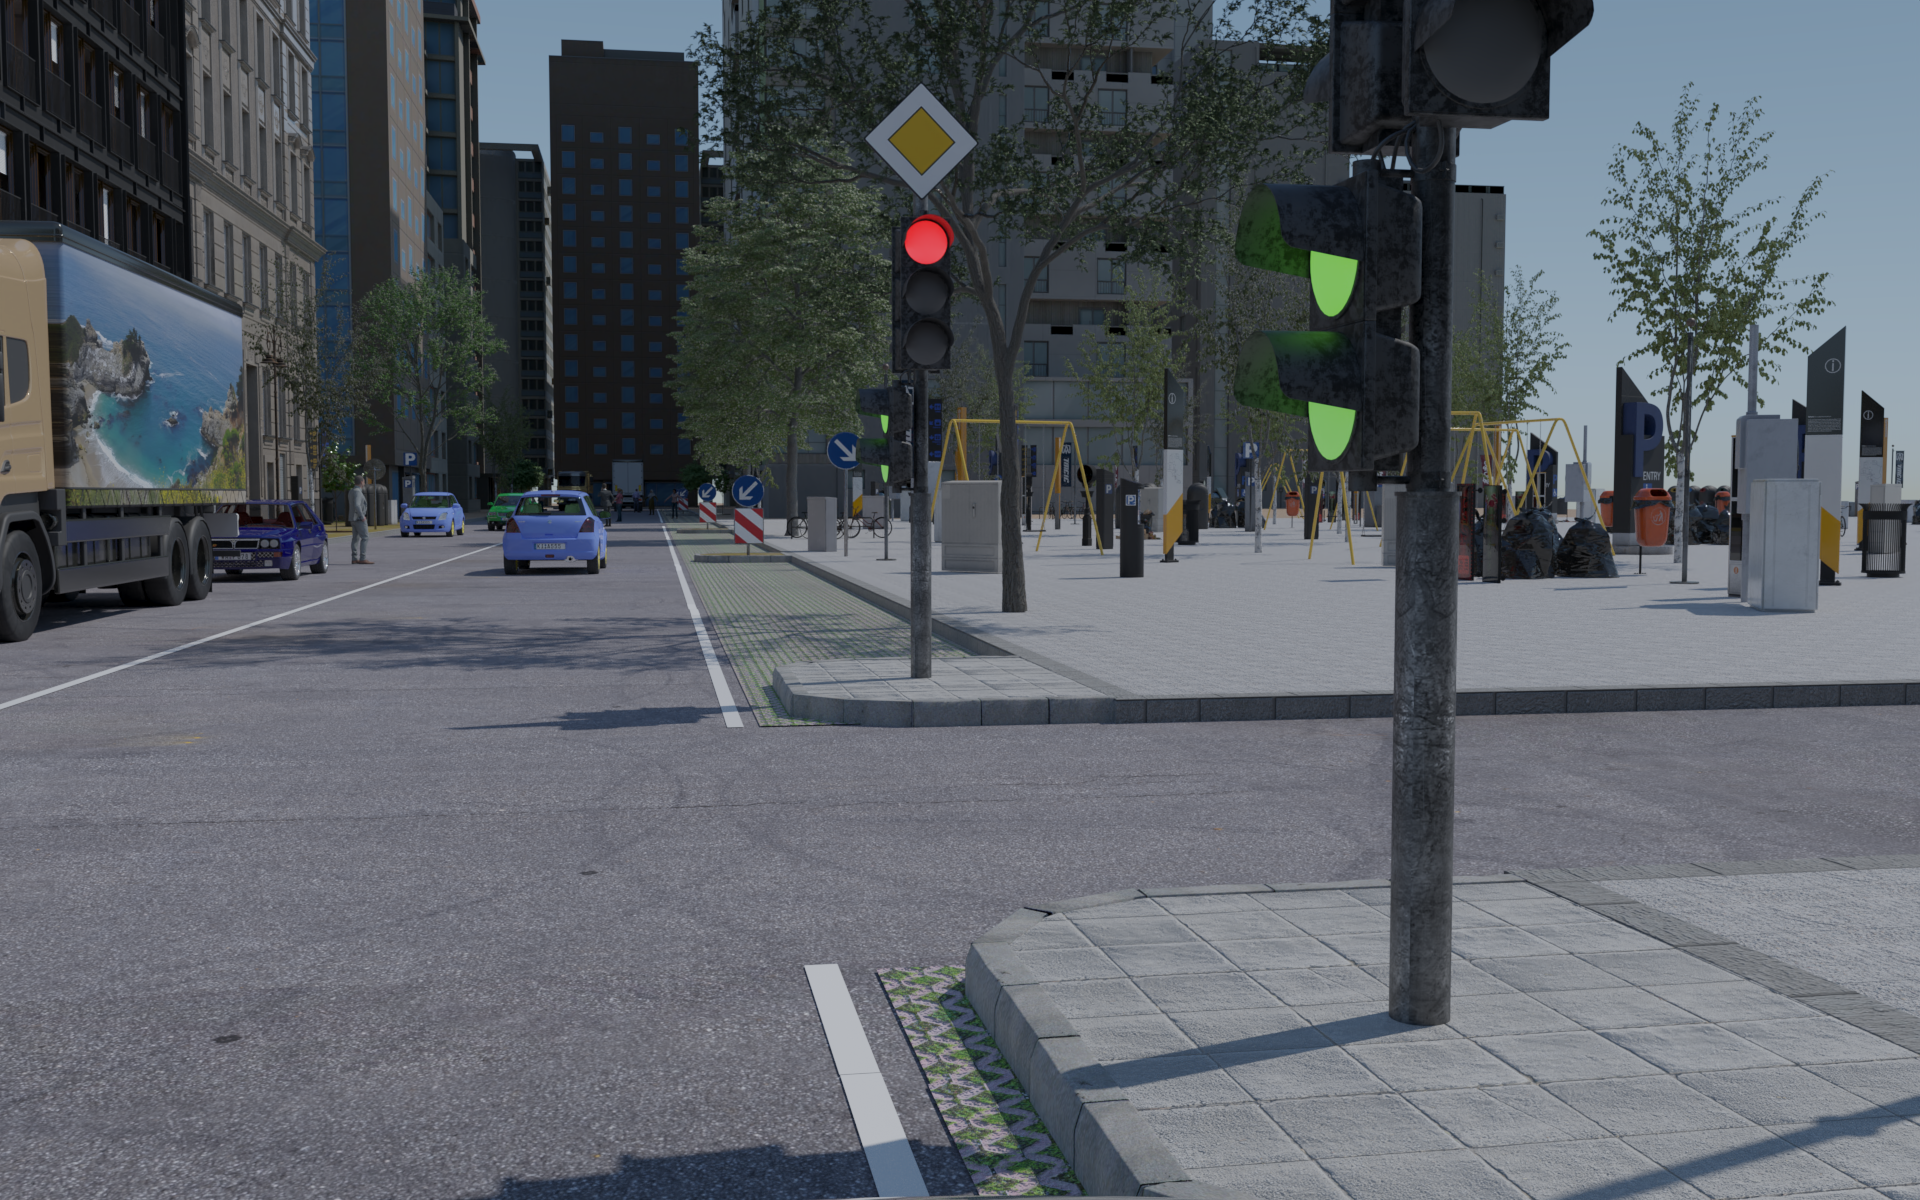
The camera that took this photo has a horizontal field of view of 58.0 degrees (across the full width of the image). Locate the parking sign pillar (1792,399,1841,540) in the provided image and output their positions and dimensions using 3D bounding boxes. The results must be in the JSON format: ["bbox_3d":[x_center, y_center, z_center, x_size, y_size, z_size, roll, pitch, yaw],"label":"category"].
[{"bbox_3d":[23.979,-3.680,48.634,1.447,3.967,1.447,3,5,42],"label":"parking sign pillar"}]

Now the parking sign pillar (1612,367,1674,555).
[{"bbox_3d":[14.540,-2.972,37.067,1.447,3.967,1.447,-3,4,-38],"label":"parking sign pillar"}]

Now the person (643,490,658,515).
[{"bbox_3d":[-21.075,-6.658,118.094,1.217,1.736,0.721,2,4,27],"label":"person"}]

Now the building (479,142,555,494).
[{"bbox_3d":[-54.990,-29.933,181.291,23.993,40.220,32.217,-1,4,-10],"label":"building"}]

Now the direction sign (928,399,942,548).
[{"bbox_3d":[-0.864,-3.009,41.197,0.876,3.537,0.379,0,4,1],"label":"direction sign"}]

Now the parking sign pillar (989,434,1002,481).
[{"bbox_3d":[1.594,-5.381,76.454,1.447,3.967,1.447,0,4,-7],"label":"parking sign pillar"}]

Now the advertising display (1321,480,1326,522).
[{"bbox_3d":[16.364,-4.553,79.657,0.974,1.923,0.123,3,4,36],"label":"advertising display"}]

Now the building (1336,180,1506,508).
[{"bbox_3d":[41.593,-23.957,163.390,14.107,30.474,14.160,-1,4,-10],"label":"building"}]

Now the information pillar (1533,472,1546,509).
[{"bbox_3d":[19.678,-3.325,58.862,0.304,2.012,0.304,-1,4,-12],"label":"information pillar"}]

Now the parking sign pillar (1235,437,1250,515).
[{"bbox_3d":[13.256,-5.677,81.294,1.447,3.967,1.447,0,4,-2],"label":"parking sign pillar"}]

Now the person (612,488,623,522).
[{"bbox_3d":[-17.728,-4.922,89.696,0.721,1.743,1.217,1,4,13],"label":"person"}]

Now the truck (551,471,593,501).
[{"bbox_3d":[-32.935,-9.308,148.107,3.469,3.379,9.791,-1,4,-9],"label":"truck"}]

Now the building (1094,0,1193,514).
[{"bbox_3d":[-1.191,-32.499,120.598,28.713,52.752,27.495,-1,4,-10],"label":"building"}]

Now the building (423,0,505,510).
[{"bbox_3d":[-52.798,-29.876,143.091,28.867,44.769,22.147,-1,4,-10],"label":"building"}]

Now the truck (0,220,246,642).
[{"bbox_3d":[-10.810,-1.896,19.910,2.839,4.237,11.283,-1,4,-10],"label":"truck"}]

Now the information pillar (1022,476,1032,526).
[{"bbox_3d":[2.719,-4.048,70.669,0.304,2.012,0.304,3,4,38],"label":"information pillar"}]

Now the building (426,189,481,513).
[{"bbox_3d":[-46.231,-16.186,109.677,27.650,21.520,28.899,-1,4,-10],"label":"building"}]

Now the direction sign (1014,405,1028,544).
[{"bbox_3d":[1.447,-3.217,44.589,0.379,3.537,0.876,0,4,7],"label":"direction sign"}]

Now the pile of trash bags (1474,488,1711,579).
[{"bbox_3d":[9.596,-1.064,27.153,3.447,1.369,1.912,-1,4,-14],"label":"pile of trash bags"}]

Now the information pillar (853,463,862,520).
[{"bbox_3d":[-5.068,-5.752,85.405,0.504,3.616,0.183,-1,4,-22],"label":"information pillar"}]

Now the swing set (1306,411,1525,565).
[{"bbox_3d":[8.531,-2.152,32.799,3.119,2.851,2.862,0,4,-5],"label":"swing set"}]

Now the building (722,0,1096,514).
[{"bbox_3d":[-6.096,-34.151,147.601,28.713,52.752,27.495,-1,4,-10],"label":"building"}]

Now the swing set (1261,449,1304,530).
[{"bbox_3d":[12.580,-3.869,60.878,3.119,2.851,2.862,-1,4,-23],"label":"swing set"}]

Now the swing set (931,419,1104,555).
[{"bbox_3d":[0.992,-2.396,36.798,3.119,2.851,2.862,-2,4,-27],"label":"swing set"}]

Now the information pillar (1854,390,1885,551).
[{"bbox_3d":[20.536,-2.919,39.086,0.504,3.616,0.183,1,4,11],"label":"information pillar"}]

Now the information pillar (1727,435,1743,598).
[{"bbox_3d":[9.776,-1.040,21.496,0.304,2.012,0.304,-1,4,-14],"label":"information pillar"}]

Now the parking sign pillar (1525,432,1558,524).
[{"bbox_3d":[25.252,-5.303,75.170,1.447,3.967,1.447,-3,5,-40],"label":"parking sign pillar"}]

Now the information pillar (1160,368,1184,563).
[{"bbox_3d":[3.979,-2.510,32.386,0.504,3.616,0.183,-3,5,-44],"label":"information pillar"}]

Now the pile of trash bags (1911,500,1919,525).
[{"bbox_3d":[41.407,-3.883,73.247,1.912,1.369,3.447,3,4,36],"label":"pile of trash bags"}]

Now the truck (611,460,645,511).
[{"bbox_3d":[-27.995,-9.612,146.063,2.839,4.237,11.283,-1,4,-11],"label":"truck"}]

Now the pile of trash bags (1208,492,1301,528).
[{"bbox_3d":[11.121,-3.401,65.355,3.447,1.369,1.912,0,4,8],"label":"pile of trash bags"}]

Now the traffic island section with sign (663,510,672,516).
[{"bbox_3d":[-18.074,-6.341,112.302,1.989,1.847,2.006,-1,4,-10],"label":"traffic island section with sign"}]

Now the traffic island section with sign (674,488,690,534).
[{"bbox_3d":[-9.353,-3.342,63.274,1.989,1.847,2.006,-1,4,-10],"label":"traffic island section with sign"}]

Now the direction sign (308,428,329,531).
[{"bbox_3d":[-22.012,-4.132,59.559,0.379,3.537,0.876,2,4,28],"label":"direction sign"}]

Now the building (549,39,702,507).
[{"bbox_3d":[-33.658,-32.123,175.327,14.200,45.320,14.600,-1,4,-10],"label":"building"}]

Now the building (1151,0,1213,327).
[{"bbox_3d":[10.285,-39.425,186.604,28.212,58.520,21.231,-1,4,-10],"label":"building"}]

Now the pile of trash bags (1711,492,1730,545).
[{"bbox_3d":[18.088,-2.112,44.279,3.447,1.369,1.912,0,4,5],"label":"pile of trash bags"}]

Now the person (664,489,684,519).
[{"bbox_3d":[-16.628,-5.601,100.787,1.217,1.736,0.721,1,4,9],"label":"person"}]

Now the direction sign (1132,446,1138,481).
[{"bbox_3d":[8.193,-5.456,81.208,0.379,3.537,0.876,-1,4,-8],"label":"direction sign"}]

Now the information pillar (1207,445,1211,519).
[{"bbox_3d":[11.958,-5.618,83.205,0.183,3.616,0.504,0,4,-6],"label":"information pillar"}]

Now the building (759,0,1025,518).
[{"bbox_3d":[-4.443,-25.384,98.621,14.154,41.232,14.086,-1,4,-10],"label":"building"}]

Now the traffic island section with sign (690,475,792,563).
[{"bbox_3d":[-4.636,-1.719,36.733,1.989,1.847,2.006,-1,4,-10],"label":"traffic island section with sign"}]

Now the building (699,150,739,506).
[{"bbox_3d":[-16.517,-30.353,188.151,23.993,40.220,32.217,-1,4,-10],"label":"building"}]

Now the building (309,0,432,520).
[{"bbox_3d":[-35.530,-26.835,88.856,14.600,45.320,14.200,-1,4,-10],"label":"building"}]

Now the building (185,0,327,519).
[{"bbox_3d":[-29.468,-15.886,56.992,12.463,27.353,25.104,-1,4,-10],"label":"building"}]

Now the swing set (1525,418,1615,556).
[{"bbox_3d":[11.794,-2.405,36.940,2.862,2.851,3.119,-1,4,-18],"label":"swing set"}]

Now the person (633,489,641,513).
[{"bbox_3d":[-24.919,-7.670,133.769,0.709,1.838,0.599,1,4,17],"label":"person"}]

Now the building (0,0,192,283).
[{"bbox_3d":[-25.173,-12.688,37.124,12.332,23.373,15.834,-1,4,-10],"label":"building"}]

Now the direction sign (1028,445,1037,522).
[{"bbox_3d":[3.189,-5.387,80.069,0.876,3.537,0.379,3,5,41],"label":"direction sign"}]

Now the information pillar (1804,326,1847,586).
[{"bbox_3d":[12.119,-2.013,24.272,0.504,3.616,0.183,2,4,33],"label":"information pillar"}]

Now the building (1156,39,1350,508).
[{"bbox_3d":[26.848,-29.186,160.791,14.086,41.232,14.154,-1,4,-10],"label":"building"}]
